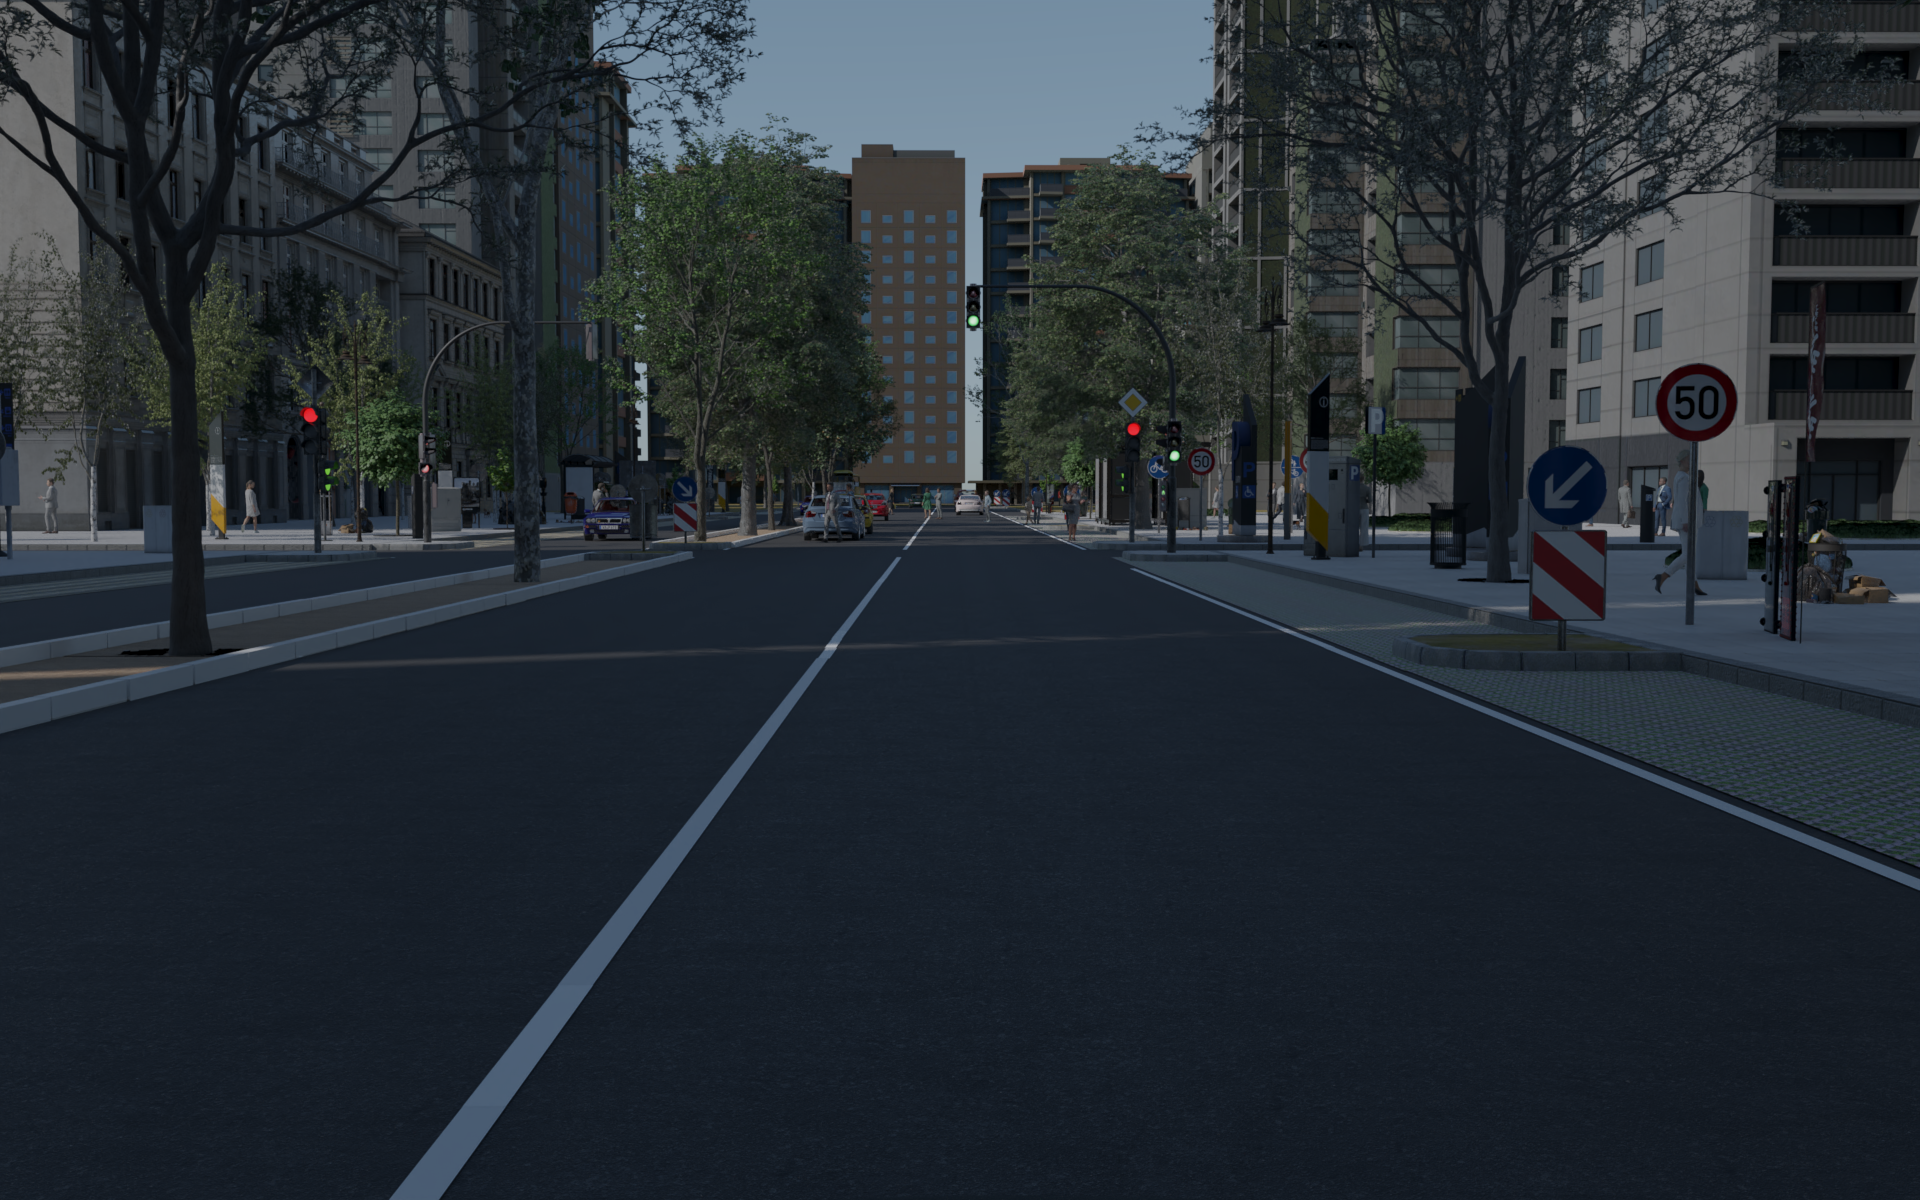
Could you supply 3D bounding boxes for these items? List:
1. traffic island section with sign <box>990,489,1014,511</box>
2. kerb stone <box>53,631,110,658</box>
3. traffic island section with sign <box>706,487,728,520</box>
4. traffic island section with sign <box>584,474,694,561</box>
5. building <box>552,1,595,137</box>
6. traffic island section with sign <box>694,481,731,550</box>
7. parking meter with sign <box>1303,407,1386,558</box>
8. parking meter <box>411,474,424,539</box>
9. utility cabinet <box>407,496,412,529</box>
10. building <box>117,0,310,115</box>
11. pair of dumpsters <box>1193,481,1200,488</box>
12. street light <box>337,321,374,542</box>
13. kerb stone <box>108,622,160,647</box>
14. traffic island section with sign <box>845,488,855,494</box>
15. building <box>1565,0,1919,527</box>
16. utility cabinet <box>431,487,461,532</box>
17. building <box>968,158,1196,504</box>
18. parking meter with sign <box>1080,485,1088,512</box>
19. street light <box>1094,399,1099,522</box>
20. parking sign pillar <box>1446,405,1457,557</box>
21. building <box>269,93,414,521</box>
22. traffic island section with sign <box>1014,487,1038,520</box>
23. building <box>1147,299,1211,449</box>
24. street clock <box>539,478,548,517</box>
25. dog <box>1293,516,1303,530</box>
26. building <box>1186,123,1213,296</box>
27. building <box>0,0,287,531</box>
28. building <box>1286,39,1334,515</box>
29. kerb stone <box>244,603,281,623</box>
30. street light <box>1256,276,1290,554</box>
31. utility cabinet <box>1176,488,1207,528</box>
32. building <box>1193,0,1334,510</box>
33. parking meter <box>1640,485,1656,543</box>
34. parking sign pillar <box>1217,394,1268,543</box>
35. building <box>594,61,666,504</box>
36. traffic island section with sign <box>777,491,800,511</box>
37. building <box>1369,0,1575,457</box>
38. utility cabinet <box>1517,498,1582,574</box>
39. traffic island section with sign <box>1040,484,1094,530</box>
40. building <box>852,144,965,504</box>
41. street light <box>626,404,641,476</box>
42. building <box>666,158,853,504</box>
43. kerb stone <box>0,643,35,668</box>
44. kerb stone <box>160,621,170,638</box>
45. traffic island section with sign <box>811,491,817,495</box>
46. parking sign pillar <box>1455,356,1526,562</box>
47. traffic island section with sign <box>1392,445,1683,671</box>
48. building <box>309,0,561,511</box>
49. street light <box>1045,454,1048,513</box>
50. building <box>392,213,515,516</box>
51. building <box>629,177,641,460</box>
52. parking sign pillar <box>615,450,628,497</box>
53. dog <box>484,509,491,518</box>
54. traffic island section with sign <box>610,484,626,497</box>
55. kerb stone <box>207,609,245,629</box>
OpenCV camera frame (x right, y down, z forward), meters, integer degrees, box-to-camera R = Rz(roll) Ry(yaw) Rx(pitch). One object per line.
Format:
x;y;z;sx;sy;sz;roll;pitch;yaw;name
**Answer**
3.790;-8.501;147.612;1.989;1.847;2.006;0;4;0;traffic island section with sign
-7.944;0.409;15.513;0.120;0.150;1.000;0;4;0;kerb stone
-14.137;-5.445;97.653;1.989;1.847;2.006;0;4;0;traffic island section with sign
-7.059;-1.828;38.025;2.006;1.907;1.989;0;4;0;traffic island section with sign
-38.001;-30.034;141.158;14.600;45.320;14.200;0;4;0;building
-7.106;-2.281;45.432;2.006;1.907;1.989;0;4;0;traffic island section with sign
7.787;-2.391;35.348;0.543;3.016;1.738;-3;4;-39;parking meter with sign
-15.638;-2.703;49.901;0.255;1.863;0.399;-2;4;-29;parking meter
-20.398;-3.268;64.592;0.306;1.237;1.020;-1;4;-23;utility cabinet
-70.517;-44.847;171.505;20.611;71.187;20.563;0;4;0;building
10.197;-4.773;80.528;1.574;2.255;4.437;0;4;0;pair of dumpsters
-16.113;-4.496;46.296;0.468;5.910;1.993;0;4;0;street light
-7.953;0.346;16.535;0.120;0.150;1.000;0;4;0;kerb stone
-7.691;-6.877;120.569;2.006;1.907;1.989;0;4;0;traffic island section with sign
38.092;-38.491;67.581;20.611;71.187;20.563;0;4;0;building
-17.295;-3.018;58.026;0.318;1.500;1.173;3;4;38;utility cabinet
15.488;-35.088;228.319;28.867;44.769;22.147;0;4;0;building
8.102;-7.616;120.779;1.738;3.016;0.543;1;4;16;parking meter with sign
6.337;-6.570;80.204;0.468;5.910;1.993;0;4;0;street light
10.723;-2.874;35.466;1.447;3.967;1.447;-2;4;-26;parking sign pillar
-38.294;-15.120;89.004;13.314;21.916;24.055;0;4;0;building
4.186;-5.430;97.413;1.989;1.847;2.006;0;4;0;traffic island section with sign
33.597;-19.762;168.144;27.650;21.520;28.899;0;4;0;building
-18.265;-4.366;75.961;0.358;2.002;0.471;0;4;-3;street clock
11.992;-2.777;62.241;0.540;0.507;0.406;-1;4;-16;dog
40.719;-37.006;228.746;21.600;48.544;21.300;0;4;0;building
-34.652;-13.368;67.710;9.793;20.994;18.267;0;4;0;building
28.568;-20.932;113.932;14.160;30.474;14.107;0;4;0;building
-7.972;0.159;19.616;0.120;0.150;1.000;0;4;0;kerb stone
6.651;-3.925;36.959;0.468;5.910;1.993;0;4;0;street light
8.577;-3.411;64.445;1.173;1.500;0.318;0;4;-1;utility cabinet
30.201;-42.999;141.281;20.563;71.187;20.611;0;4;0;building
18.155;-2.281;45.713;0.372;1.533;0.369;0;3;0;parking meter
7.583;-3.527;46.140;1.447;3.967;1.447;0;4;-1;parking sign pillar
-45.758;-31.580;170.960;28.867;44.769;22.147;0;4;0;building
-14.522;-8.509;147.755;1.989;1.847;2.006;0;4;0;traffic island section with sign
28.550;-19.582;91.865;14.160;30.474;14.107;0;4;0;building
9.531;-1.029;27.985;1.020;1.237;0.306;-1;4;-16;utility cabinet
4.385;-3.782;70.459;1.989;1.847;2.006;0;4;0;traffic island section with sign
-6.483;-35.145;224.723;14.200;45.320;14.600;0;4;0;building
-16.466;-7.018;87.527;0.468;5.910;1.993;0;4;0;street light
-28.196;-35.097;228.453;28.867;44.769;22.147;0;4;0;building
-7.933;0.471;14.491;0.120;0.150;1.000;0;4;0;kerb stone
-7.949;0.283;17.562;0.120;0.150;1.000;0;4;0;kerb stone
-14.727;-10.189;175.212;1.989;1.847;2.006;0;4;0;traffic island section with sign
10.540;-2.749;33.424;1.447;3.967;1.447;2;4;30;parking sign pillar
4.827;-0.382;14.870;1.989;1.847;2.006;0;4;0;traffic island section with sign
-38.154;-27.130;127.165;14.154;41.232;14.086;0;4;0;building
6.018;-9.028;120.400;0.468;5.910;1.993;0;4;0;street light
-36.074;-15.059;110.847;10.561;19.102;19.286;0;4;0;building
-49.868;-35.170;225.142;14.200;45.320;14.600;0;4;0;building
-20.687;-7.264;107.239;1.447;3.967;1.447;-3;4;-37;parking sign pillar
-25.246;-4.627;92.479;0.406;0.507;0.540;-1;4;-21;dog
-13.926;-3.774;70.328;1.989;1.847;2.006;0;4;0;traffic island section with sign
-7.967;0.222;18.595;0.120;0.150;1.000;0;4;0;kerb stone
